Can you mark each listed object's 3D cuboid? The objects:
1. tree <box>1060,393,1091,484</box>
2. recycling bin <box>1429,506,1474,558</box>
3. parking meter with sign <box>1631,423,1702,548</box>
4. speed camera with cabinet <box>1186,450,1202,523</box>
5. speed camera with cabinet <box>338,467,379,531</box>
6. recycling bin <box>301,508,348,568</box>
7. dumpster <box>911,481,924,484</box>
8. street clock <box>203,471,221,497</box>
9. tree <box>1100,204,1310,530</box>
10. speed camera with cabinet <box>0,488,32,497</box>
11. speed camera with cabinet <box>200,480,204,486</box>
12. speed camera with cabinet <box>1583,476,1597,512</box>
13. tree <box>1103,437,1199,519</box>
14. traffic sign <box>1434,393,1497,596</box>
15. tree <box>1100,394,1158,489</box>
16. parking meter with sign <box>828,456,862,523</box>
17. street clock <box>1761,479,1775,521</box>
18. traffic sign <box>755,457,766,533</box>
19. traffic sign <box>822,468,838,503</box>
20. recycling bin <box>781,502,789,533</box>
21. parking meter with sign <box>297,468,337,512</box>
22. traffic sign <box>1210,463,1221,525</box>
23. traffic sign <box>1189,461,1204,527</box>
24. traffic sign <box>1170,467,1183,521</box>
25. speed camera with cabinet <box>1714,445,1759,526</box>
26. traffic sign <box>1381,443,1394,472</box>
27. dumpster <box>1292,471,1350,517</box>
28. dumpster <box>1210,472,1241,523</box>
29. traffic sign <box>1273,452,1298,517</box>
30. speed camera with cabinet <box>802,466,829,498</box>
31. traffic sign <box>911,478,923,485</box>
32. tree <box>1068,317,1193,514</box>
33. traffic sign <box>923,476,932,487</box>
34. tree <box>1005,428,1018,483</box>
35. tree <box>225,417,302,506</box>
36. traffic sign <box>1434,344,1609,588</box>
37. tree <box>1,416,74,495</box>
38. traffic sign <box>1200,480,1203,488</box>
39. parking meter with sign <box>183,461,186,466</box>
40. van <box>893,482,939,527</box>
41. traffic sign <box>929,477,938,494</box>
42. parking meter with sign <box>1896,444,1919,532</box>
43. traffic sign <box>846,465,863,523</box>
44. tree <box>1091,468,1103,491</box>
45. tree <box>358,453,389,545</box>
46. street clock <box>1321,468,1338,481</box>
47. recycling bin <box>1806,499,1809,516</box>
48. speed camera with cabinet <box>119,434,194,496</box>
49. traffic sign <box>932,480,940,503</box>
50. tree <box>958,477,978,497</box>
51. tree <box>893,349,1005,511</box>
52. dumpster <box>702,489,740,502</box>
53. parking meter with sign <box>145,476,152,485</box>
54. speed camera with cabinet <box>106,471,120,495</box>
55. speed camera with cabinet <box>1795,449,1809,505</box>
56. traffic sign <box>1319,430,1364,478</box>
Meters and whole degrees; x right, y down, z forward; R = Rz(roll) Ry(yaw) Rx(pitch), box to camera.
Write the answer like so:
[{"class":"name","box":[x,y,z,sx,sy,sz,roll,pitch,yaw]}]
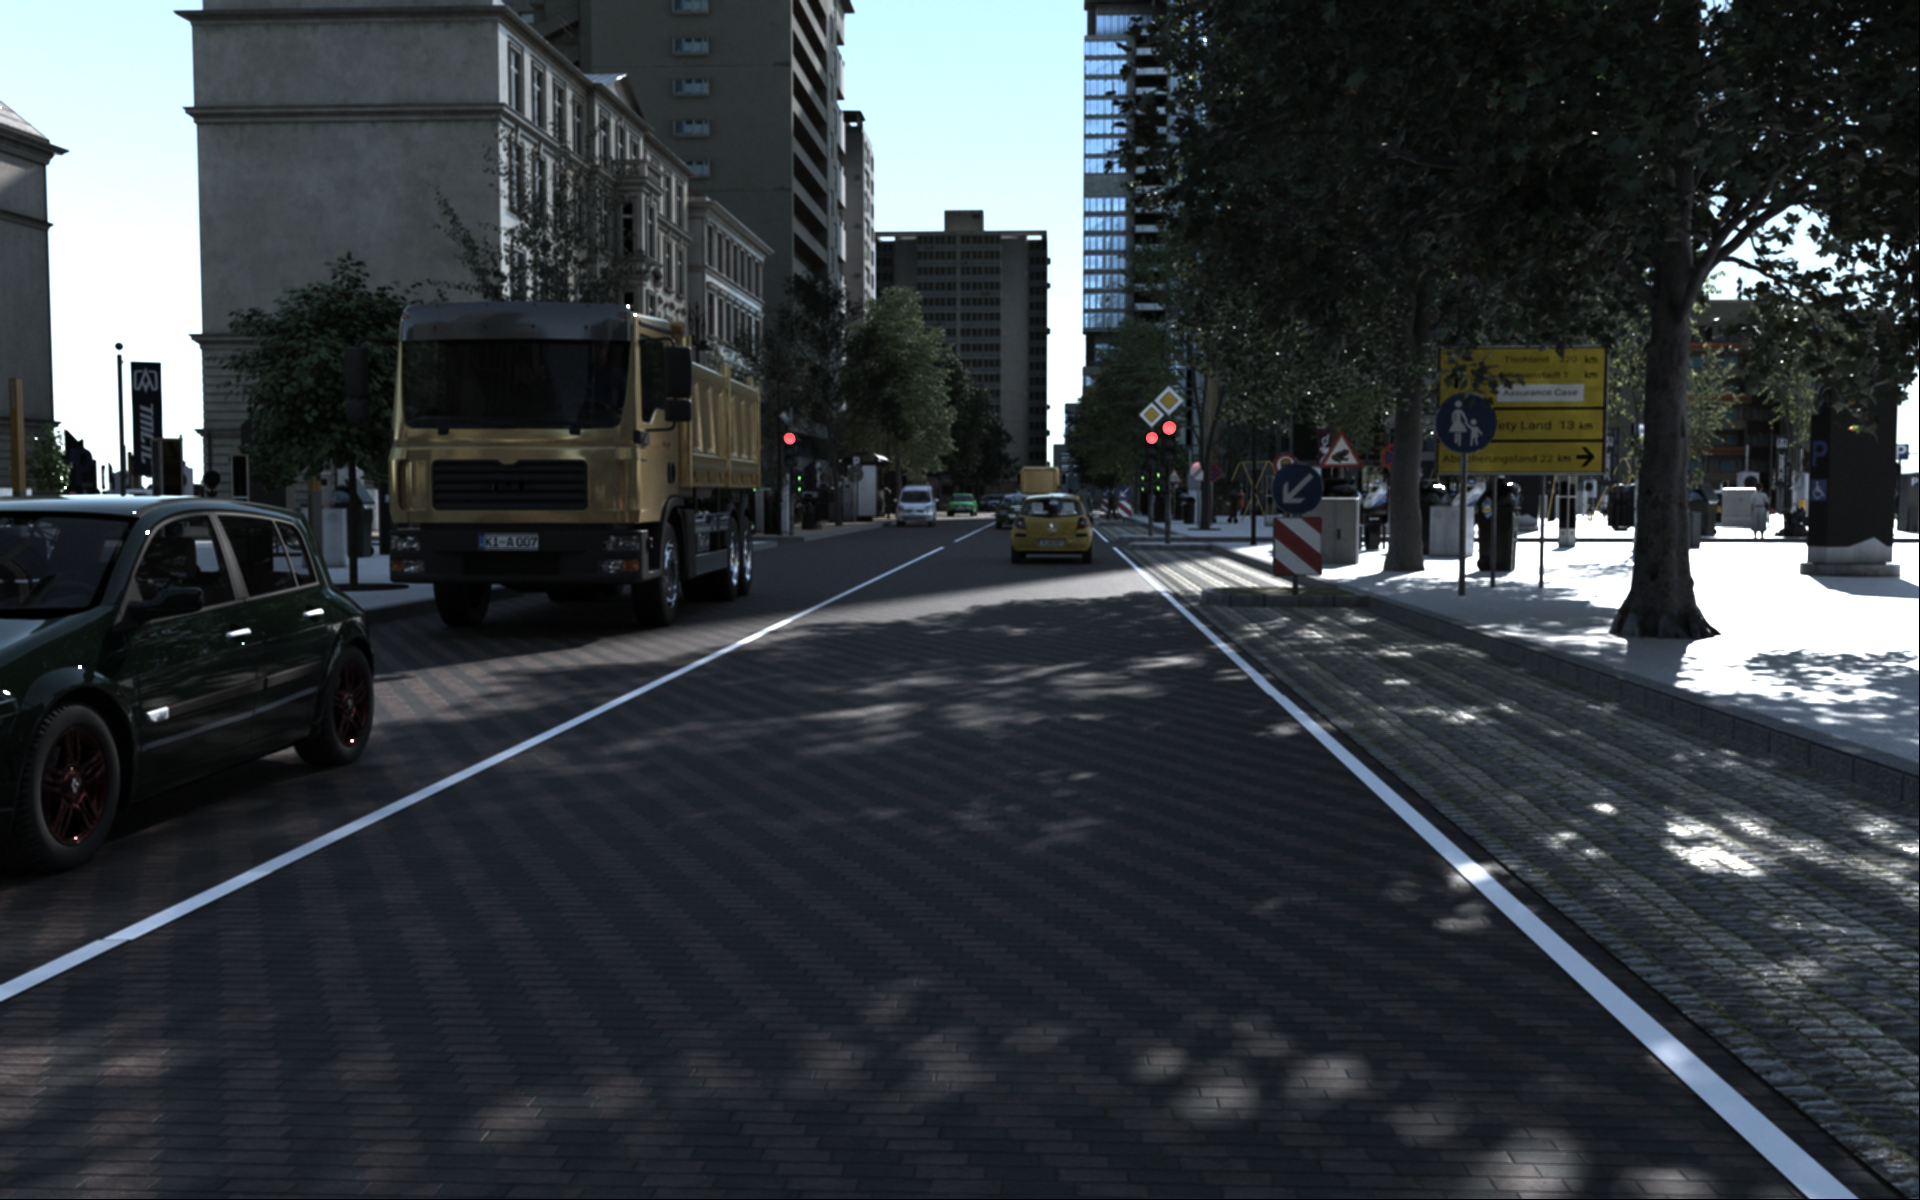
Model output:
[{"class":"tree","box":[16.330,-17.549,193.577,9.857,13.997,8.962,0,3,0]},{"class":"recycling bin","box":[10.059,-1.399,35.421,0.722,1.027,0.722,2,4,33]},{"class":"parking meter with sign","box":[17.162,-2.798,42.012,0.543,3.016,1.738,-2,4,-30]},{"class":"speed camera with cabinet","box":[10.426,-5.058,77.032,0.660,3.252,2.038,0,4,6]},{"class":"speed camera with cabinet","box":[-20.431,-3.993,59.629,0.660,3.252,2.038,2,4,28]},{"class":"recycling bin","box":[-11.171,-1.095,30.460,0.722,1.027,0.722,-1,4,-16]},{"class":"dumpster","box":[-3.035,-7.183,119.939,1.502,2.255,1.985,0,4,3]},{"class":"street clock","box":[-23.349,-3.028,54.074,0.471,2.002,0.358,-3,5,-43]},{"class":"tree","box":[8.755,-8.297,61.407,9.928,11.665,9.643,0,3,0]},{"class":"speed camera with cabinet","box":[-25.889,-3.170,46.164,0.660,3.252,2.038,2,4,30]},{"class":"speed camera with cabinet","box":[-45.193,-6.806,105.613,2.038,3.252,0.660,-3,5,-42]},{"class":"speed camera with cabinet","box":[39.189,-7.051,109.617,2.038,3.252,0.660,3,5,41]},{"class":"tree","box":[10.567,-6.457,89.279,4.285,4.588,4.351,0,3,0]},{"class":"traffic sign","box":[6.347,-1.329,21.830,0.768,2.556,0.104,0,4,4]},{"class":"tree","box":[11.932,-10.327,119.208,4.737,8.622,4.395,0,3,0]},{"class":"parking meter with sign","box":[-5.225,-5.033,78.553,0.543,3.016,1.738,3,5,39]},{"class":"street clock","box":[38.083,-4.725,81.823,0.471,2.002,0.358,2,4,31]},{"class":"traffic sign","box":[-6.817,-3.507,57.445,0.768,2.556,0.104,1,4,11]},{"class":"traffic sign","box":[-6.239,-5.081,83.180,0.768,2.556,0.104,0,4,7]},{"class":"recycling bin","box":[-5.915,-2.705,56.777,0.722,1.027,0.722,0,4,5]},{"class":"parking meter with sign","box":[-21.325,-3.756,57.668,0.543,3.016,1.738,1,4,18]},{"class":"traffic sign","box":[10.412,-4.375,71.641,0.768,2.556,0.104,0,4,6]},{"class":"traffic sign","box":[9.302,-4.120,67.473,0.768,2.556,0.104,1,4,9]},{"class":"traffic sign","box":[10.335,-5.111,83.561,0.884,2.594,0.081,1,4,10]},{"class":"speed camera with cabinet","box":[30.957,-4.601,69.564,2.038,3.252,0.660,0,4,1]},{"class":"traffic sign","box":[10.664,-2.583,42.345,0.768,2.556,0.104,1,4,9]},{"class":"dumpster","box":[8.434,-2.120,40.418,1.264,1.857,1.865,0,4,3]},{"class":"dumpster","box":[11.586,-4.530,76.563,1.502,2.255,1.985,0,4,3]},{"class":"traffic sign","box":[9.977,-3.242,53.113,0.768,2.556,0.104,1,4,11]},{"class":"speed camera with cabinet","box":[-10.190,-7.886,123.266,2.038,3.252,0.660,1,4,21]},{"class":"traffic sign","box":[-2.914,-7.198,117.696,0.884,2.594,0.081,0,4,7]},{"class":"tree","box":[11.280,-11.841,111.724,7.486,12.596,7.792,0,3,0]},{"class":"traffic sign","box":[-2.403,-7.433,121.538,0.884,2.594,0.081,0,4,5]},{"class":"tree","box":[0.091,-15.628,172.523,9.611,12.733,9.660,0,3,0]},{"class":"tree","box":[-14.299,-2.521,35.820,1.663,3.219,1.824,0,3,0]},{"class":"traffic sign","box":[7.642,-1.822,23.662,2.265,3.308,0.079,0,4,8]},{"class":"tree","box":[-22.419,-2.946,42.774,1.663,3.219,1.824,0,3,0]},{"class":"traffic sign","box":[11.056,-4.875,79.707,0.884,2.594,0.081,0,4,8]},{"class":"parking meter with sign","box":[-41.350,-5.863,92.123,0.543,3.016,1.738,-1,4,-18]},{"class":"van","box":[-1.943,-4.302,77.351,2.013,2.044,4.112,0,4,1]},{"class":"traffic sign","box":[-1.982,-7.790,127.475,0.768,2.556,0.104,0,4,4]},{"class":"parking meter with sign","box":[32.564,-3.861,59.390,0.543,3.016,1.738,0,4,5]},{"class":"traffic sign","box":[-4.685,-4.710,77.112,0.768,2.556,0.104,0,4,6]},{"class":"tree","box":[14.298,-10.709,158.812,4.285,4.588,4.351,0,3,0]},{"class":"tree","box":[-14.322,-3.000,43.654,1.663,3.219,1.824,0,3,0]},{"class":"street clock","box":[7.824,-1.964,36.689,0.358,2.002,0.471,2,4,30]},{"class":"recycling bin","box":[40.444,-4.245,81.956,0.722,1.027,0.722,2,4,29]},{"class":"speed camera with cabinet","box":[-26.328,-3.826,56.885,2.038,3.252,0.660,-1,4,-8]},{"class":"traffic sign","box":[-1.804,-7.757,128.949,0.606,2.300,0.079,1,4,13]},{"class":"tree","box":[1.375,-14.354,185.045,4.360,8.622,3.978,0,3,0]},{"class":"tree","box":[-1.617,-13.310,134.633,9.611,12.733,9.660,0,3,0]},{"class":"dumpster","box":[-8.176,-3.375,57.671,1.502,2.255,1.985,0,4,3]},{"class":"parking meter with sign","box":[-57.936,-7.874,125.000,1.738,3.016,0.543,2,4,27]},{"class":"speed camera with cabinet","box":[-34.288,-4.658,70.488,0.660,3.252,2.038,-2,4,-35]},{"class":"speed camera with cabinet","box":[36.935,-4.914,74.685,0.660,3.252,2.038,-1,4,-21]},{"class":"traffic sign","box":[7.710,-2.144,35.051,0.884,2.594,0.081,1,4,11]}]
